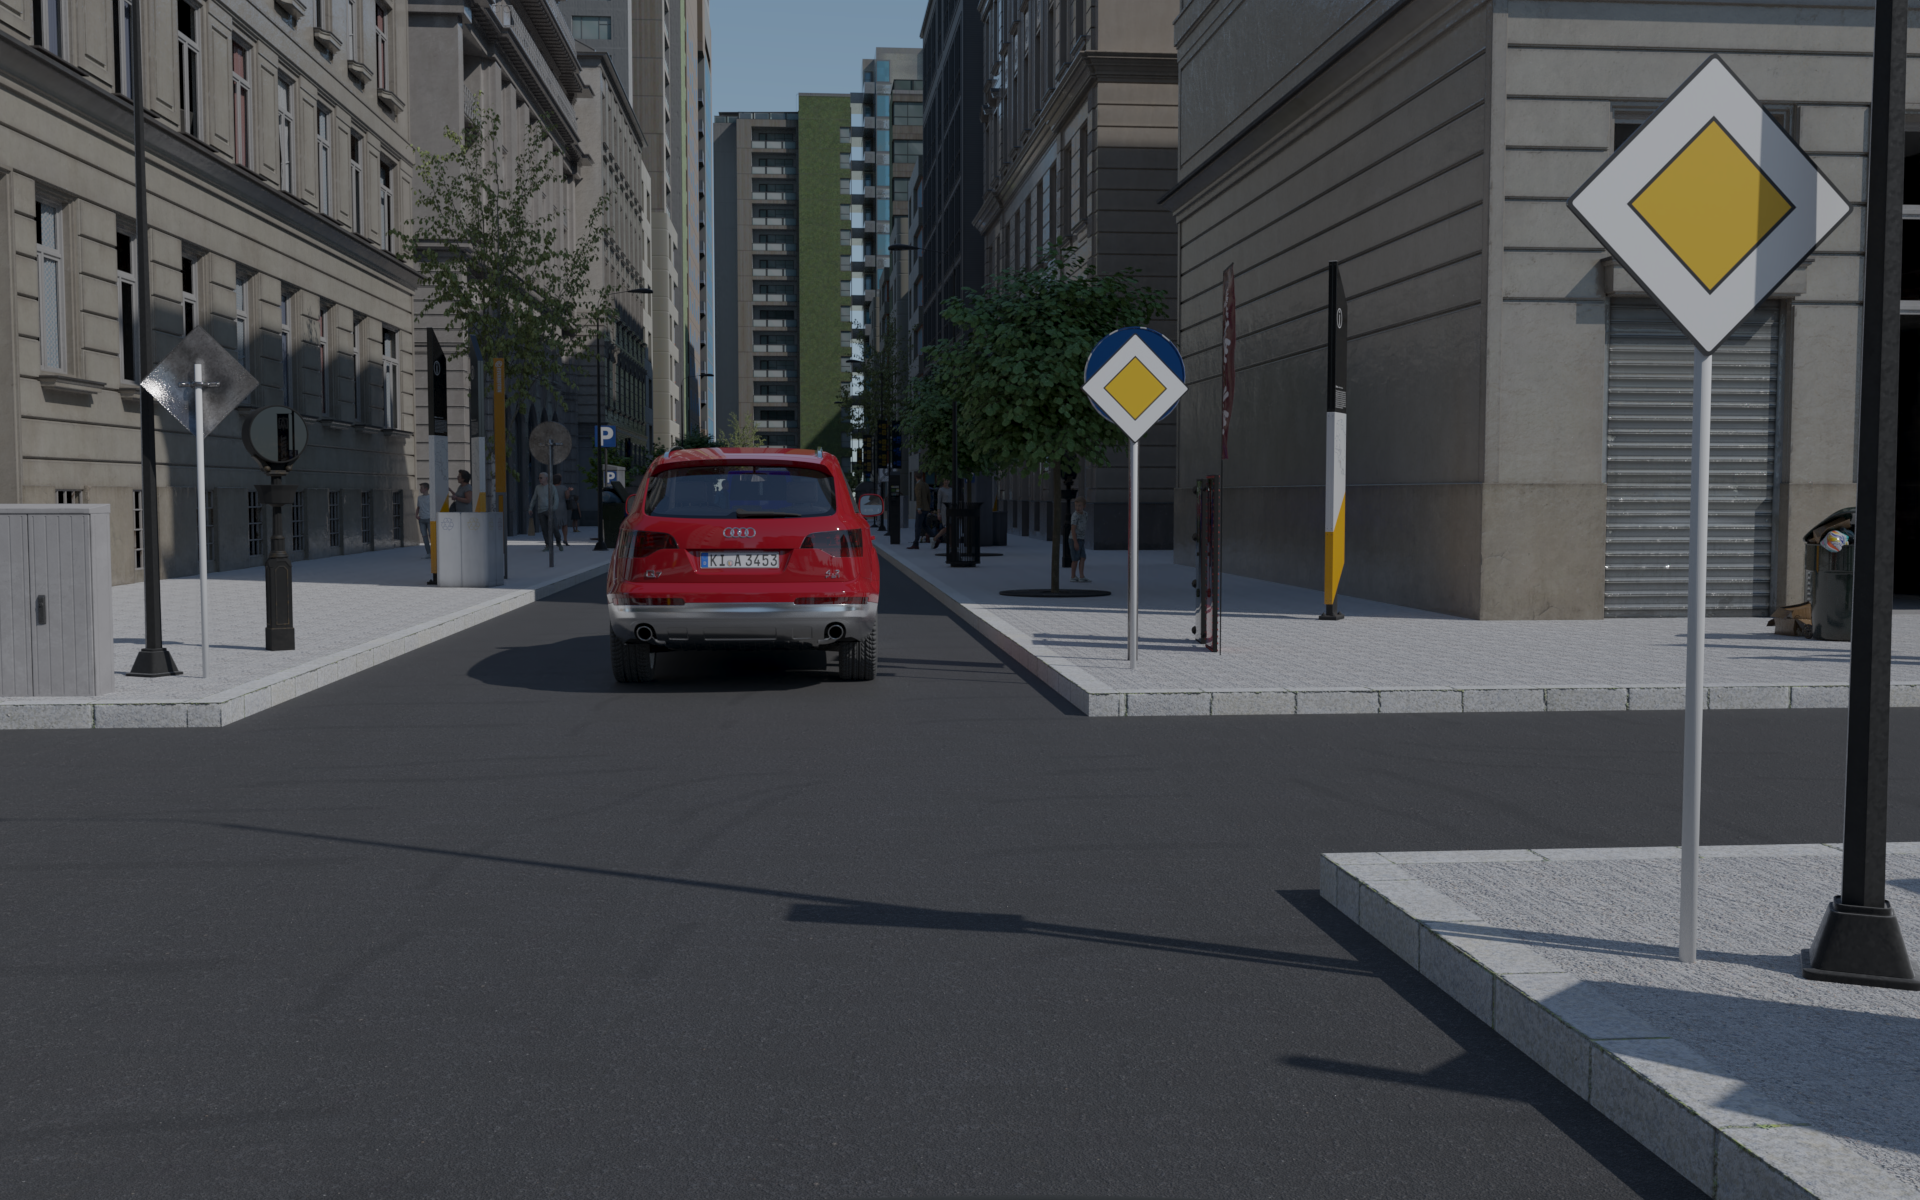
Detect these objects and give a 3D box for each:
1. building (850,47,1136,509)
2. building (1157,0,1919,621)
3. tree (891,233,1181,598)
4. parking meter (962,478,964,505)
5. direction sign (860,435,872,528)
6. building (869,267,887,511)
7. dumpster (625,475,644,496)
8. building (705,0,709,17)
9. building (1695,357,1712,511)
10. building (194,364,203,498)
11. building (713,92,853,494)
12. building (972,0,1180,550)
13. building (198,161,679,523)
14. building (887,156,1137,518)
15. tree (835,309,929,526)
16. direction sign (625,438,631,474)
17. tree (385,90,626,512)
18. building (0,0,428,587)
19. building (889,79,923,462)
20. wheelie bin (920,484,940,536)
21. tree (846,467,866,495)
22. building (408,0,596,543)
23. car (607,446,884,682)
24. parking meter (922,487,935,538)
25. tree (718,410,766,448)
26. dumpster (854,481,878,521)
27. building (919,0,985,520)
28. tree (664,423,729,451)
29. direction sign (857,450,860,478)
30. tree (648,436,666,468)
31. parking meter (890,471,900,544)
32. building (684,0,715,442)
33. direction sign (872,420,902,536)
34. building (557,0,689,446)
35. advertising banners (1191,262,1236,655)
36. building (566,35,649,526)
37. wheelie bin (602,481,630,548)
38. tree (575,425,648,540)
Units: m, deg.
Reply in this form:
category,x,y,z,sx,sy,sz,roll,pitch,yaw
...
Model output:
category,x,y,z,sx,sy,sz,roll,pitch,yaw
building,3.319,-34.711,187.137,30.456,49.044,23.786,0,4,-5
building,18.776,-11.747,25.353,30.059,22.955,16.112,0,4,-5
tree,1.141,-2.340,21.971,4.285,4.588,4.351,0,3,0
parking meter,0.195,-3.109,56.542,0.255,1.863,0.399,0,4,-2
direction sign,-3.272,-4.542,66.265,0.876,3.537,0.379,0,4,4
building,6.690,-18.510,147.679,27.650,21.520,28.899,0,4,-5
dumpster,-9.527,-2.854,52.419,1.264,1.857,1.865,0,4,-5
building,-40.397,-39.125,181.694,28.212,58.520,21.231,0,4,-5
building,50.727,-30.558,154.245,28.867,44.769,22.147,0,4,-5
building,-78.900,-29.855,142.761,28.867,44.769,22.147,0,4,-5
building,-18.356,-30.353,179.859,14.086,41.232,14.154,0,4,-5
building,7.560,-15.534,51.237,12.463,27.353,25.104,0,4,-5
building,-31.224,-15.587,99.880,27.650,21.520,28.899,0,4,-5
building,10.330,-15.860,104.349,27.650,21.520,28.899,0,4,-5
tree,-3.244,-7.311,69.903,4.737,8.622,4.395,0,3,0
direction sign,-13.373,-4.759,69.812,0.379,3.537,0.876,-2,4,-24
tree,-8.609,-5.040,32.761,4.737,8.622,4.395,0,3,0
building,-19.465,-11.901,27.872,16.112,22.955,30.059,0,4,-5
building,1.829,-21.599,124.852,14.160,30.474,14.107,0,4,-5
wheelie bin,-0.828,-2.735,52.623,0.693,1.594,0.980,3,5,44
tree,-6.767,-7.229,112.798,1.663,3.219,1.824,0,3,0
building,-19.743,-13.065,55.410,13.314,21.916,24.055,0,4,-5
car,-1.766,-0.374,14.787,2.281,1.827,5.304,0,4,-5
parking meter,-0.933,-2.576,50.525,0.372,1.533,0.369,0,3,0
tree,-19.115,-12.298,151.434,4.737,8.622,4.395,0,3,0
dumpster,-4.232,-4.523,79.710,1.264,1.857,1.865,0,4,-5
building,6.099,-17.293,76.246,14.314,27.812,24.014,0,4,-5
tree,-12.081,-5.890,80.018,4.285,4.588,4.351,0,3,0
direction sign,-4.724,-5.689,85.018,0.876,3.537,0.379,3,4,37
tree,-10.014,-3.871,57.900,1.663,3.219,1.824,0,3,0
parking meter,-1.655,-2.354,44.200,0.255,1.863,0.399,0,4,-1
building,-29.068,-30.651,151.248,14.200,45.320,14.600,0,4,-5
direction sign,-2.165,-3.746,53.243,0.876,3.537,0.379,-3,4,-36
building,-26.624,-26.767,121.239,14.154,41.232,14.086,0,4,-5
advertising banners,2.072,-1.101,14.191,0.090,3.025,2.074,0,4,1
building,-19.457,-13.916,76.673,9.793,20.994,18.267,0,4,-5
wheelie bin,-8.153,-2.025,41.010,0.693,1.594,0.980,0,4,6
tree,-9.920,-3.279,48.206,1.663,3.219,1.824,0,3,0
